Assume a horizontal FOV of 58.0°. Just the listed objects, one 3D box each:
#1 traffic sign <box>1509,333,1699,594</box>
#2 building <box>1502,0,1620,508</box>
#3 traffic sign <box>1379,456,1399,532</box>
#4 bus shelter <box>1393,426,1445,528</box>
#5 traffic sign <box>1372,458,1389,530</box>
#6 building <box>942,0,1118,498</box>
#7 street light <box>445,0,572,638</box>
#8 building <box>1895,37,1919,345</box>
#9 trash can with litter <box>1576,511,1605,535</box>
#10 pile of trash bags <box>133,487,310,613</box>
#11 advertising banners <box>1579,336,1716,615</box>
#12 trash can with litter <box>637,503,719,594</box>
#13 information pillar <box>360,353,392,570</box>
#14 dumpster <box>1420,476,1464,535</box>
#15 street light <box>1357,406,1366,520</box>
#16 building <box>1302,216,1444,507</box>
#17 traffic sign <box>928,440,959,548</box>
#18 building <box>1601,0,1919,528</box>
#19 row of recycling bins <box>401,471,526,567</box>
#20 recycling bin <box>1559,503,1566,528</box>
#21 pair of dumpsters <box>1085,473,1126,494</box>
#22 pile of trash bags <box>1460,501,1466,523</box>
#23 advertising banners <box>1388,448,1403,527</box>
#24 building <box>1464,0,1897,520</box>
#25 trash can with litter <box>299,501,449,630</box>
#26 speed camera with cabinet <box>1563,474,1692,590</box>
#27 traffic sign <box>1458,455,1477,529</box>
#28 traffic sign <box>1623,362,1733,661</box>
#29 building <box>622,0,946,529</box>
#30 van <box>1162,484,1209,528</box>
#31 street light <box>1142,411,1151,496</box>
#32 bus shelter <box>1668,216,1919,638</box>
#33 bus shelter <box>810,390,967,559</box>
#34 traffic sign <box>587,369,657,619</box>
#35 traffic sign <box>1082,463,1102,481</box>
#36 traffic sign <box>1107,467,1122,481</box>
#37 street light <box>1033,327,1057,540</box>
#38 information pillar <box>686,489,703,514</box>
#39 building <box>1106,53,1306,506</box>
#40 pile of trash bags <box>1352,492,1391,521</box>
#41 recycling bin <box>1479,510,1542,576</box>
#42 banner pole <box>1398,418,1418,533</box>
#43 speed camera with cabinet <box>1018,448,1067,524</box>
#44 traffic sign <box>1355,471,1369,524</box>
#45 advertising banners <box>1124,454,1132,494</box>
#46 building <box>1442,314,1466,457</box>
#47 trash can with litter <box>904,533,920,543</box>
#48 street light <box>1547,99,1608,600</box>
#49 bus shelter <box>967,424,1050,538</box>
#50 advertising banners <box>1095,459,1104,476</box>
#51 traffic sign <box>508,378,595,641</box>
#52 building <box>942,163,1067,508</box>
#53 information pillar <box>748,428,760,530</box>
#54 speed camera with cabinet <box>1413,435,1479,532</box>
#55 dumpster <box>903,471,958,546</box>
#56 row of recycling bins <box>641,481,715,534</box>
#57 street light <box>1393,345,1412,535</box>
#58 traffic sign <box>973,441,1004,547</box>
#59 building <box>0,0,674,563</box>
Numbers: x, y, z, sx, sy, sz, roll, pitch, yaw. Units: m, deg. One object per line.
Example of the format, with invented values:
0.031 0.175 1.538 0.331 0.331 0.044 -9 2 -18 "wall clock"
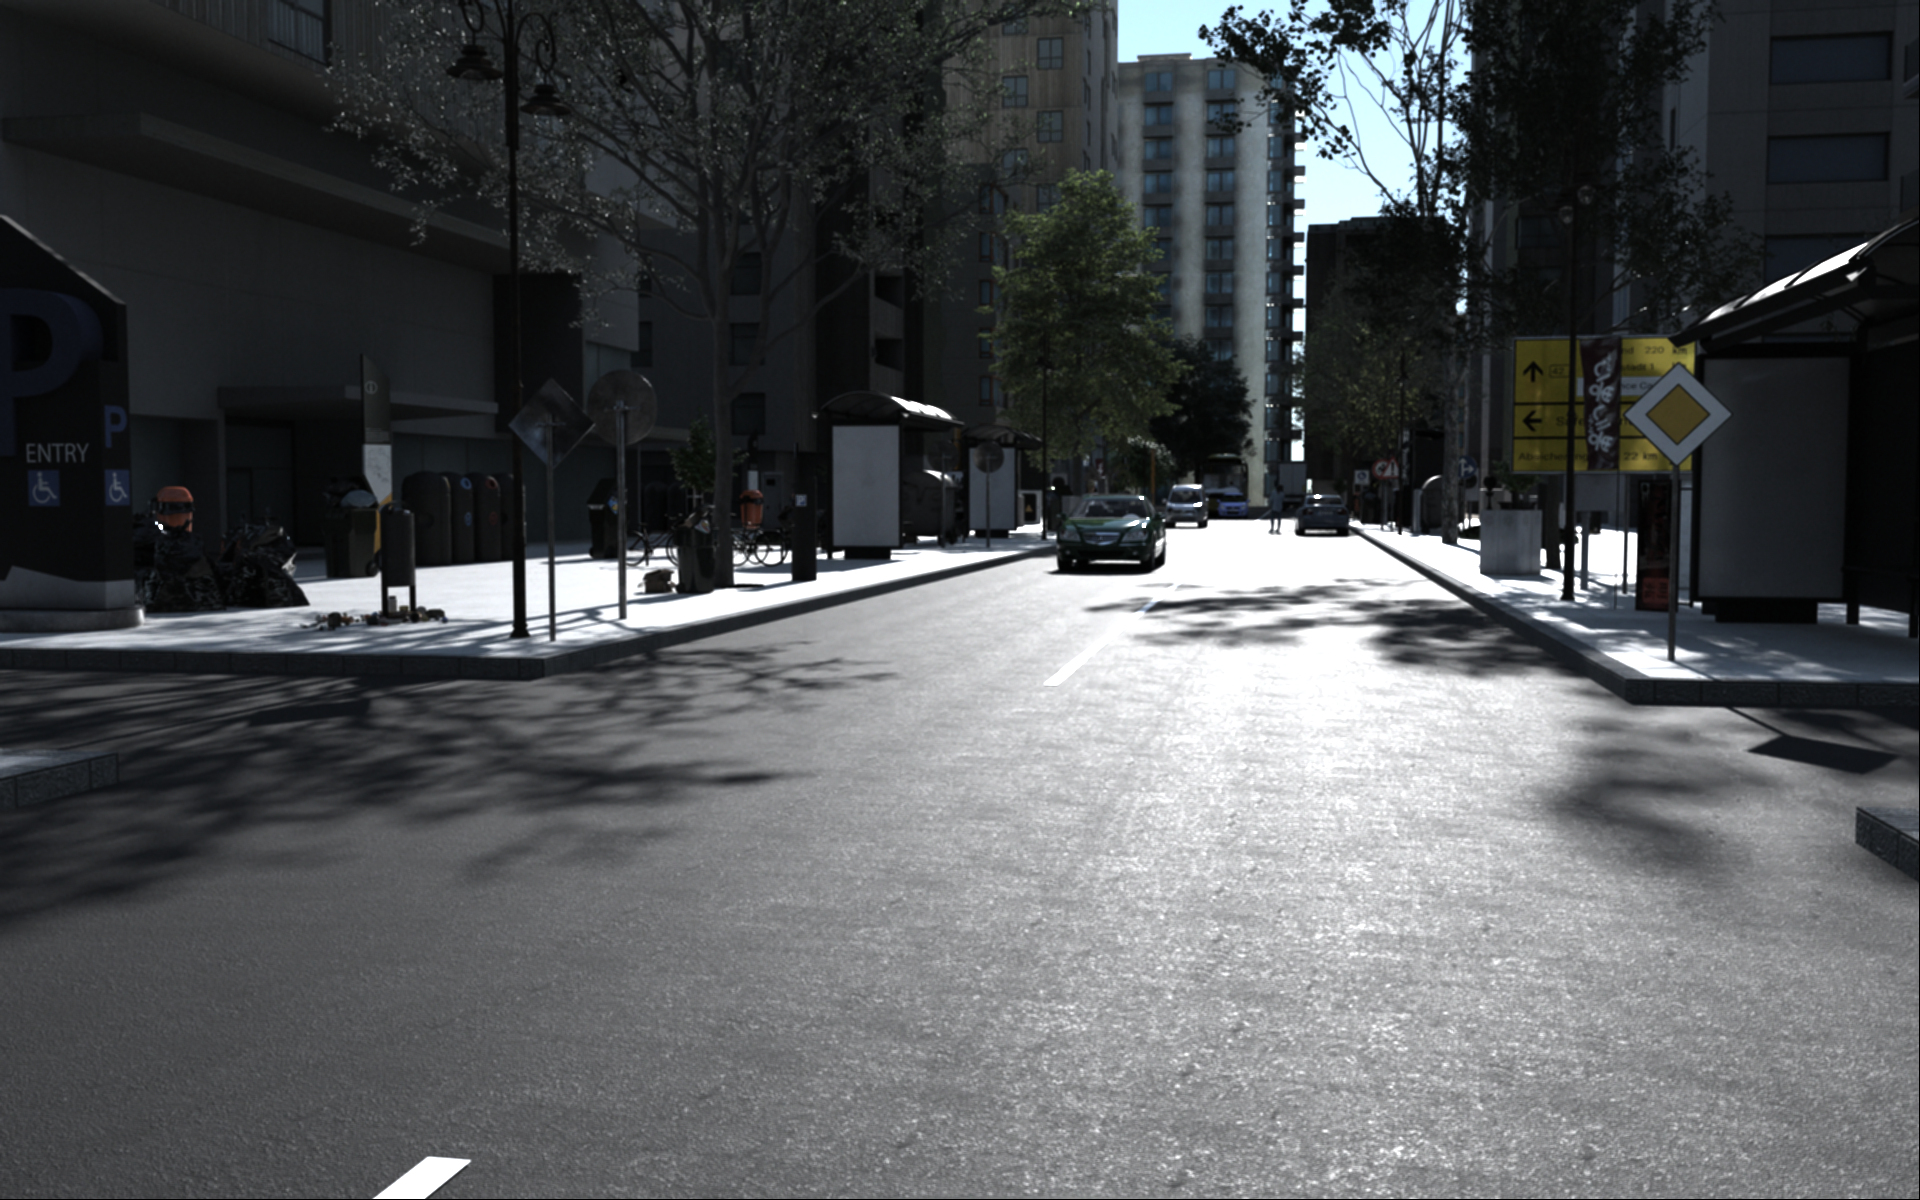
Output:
8.231 -1.734 22.227 2.265 3.308 0.079 1 4 12 "traffic sign"
35.955 -19.563 91.556 14.160 30.474 14.107 1 4 11 "building"
14.561 -3.566 58.316 0.884 2.594 0.081 1 4 20 "traffic sign"
16.655 -4.350 62.404 1.731 3.624 6.357 1 4 11 "bus shelter"
15.088 -3.775 61.827 0.768 2.556 0.104 1 4 12 "traffic sign"
-1.054 -34.021 145.486 27.495 52.752 28.713 1 4 11 "building"
-3.945 -2.603 15.355 0.468 5.910 1.993 1 4 11 "street light"
23.877 -22.903 24.571 14.200 45.320 14.600 1 4 11 "building"
19.664 -2.728 55.667 2.233 1.210 1.678 1 4 12 "trash can with litter"
-8.999 -0.650 20.387 1.912 1.369 3.447 -2 4 -35 "pile of trash bags"
7.626 -1.384 18.809 0.090 3.025 2.074 -3 4 -38 "advertising banners"
-3.662 -0.675 22.424 1.055 1.170 0.624 1 4 11 "trash can with litter"
-9.790 -2.305 29.040 0.183 3.616 0.504 3 5 45 "information pillar"
15.396 -3.029 55.284 1.264 1.857 1.865 1 4 11 "dumpster"
20.008 -6.963 86.633 0.468 5.910 1.993 1 4 11 "street light"
43.462 -25.154 182.974 14.107 30.474 14.160 1 4 11 "building"
-0.401 -2.506 41.080 0.768 2.556 0.104 1 4 12 "traffic sign"
35.934 -31.931 64.078 21.231 58.520 28.212 1 4 11 "building"
-9.247 -1.539 32.278 1.069 1.692 3.534 1 4 15 "row of recycling bins"
17.478 -2.343 50.863 0.722 1.027 0.722 0 4 -7 "recycling bin"
6.568 -4.647 78.469 1.574 2.255 4.437 1 4 11 "pair of dumpsters"
21.768 -4.155 77.692 1.912 1.369 3.447 0 4 -3 "pile of trash bags"
17.022 -4.343 67.197 0.090 3.025 2.074 3 4 38 "advertising banners"
43.779 -34.820 111.304 21.231 58.520 28.212 1 4 11 "building"
-5.933 -0.383 17.314 1.678 1.210 2.233 1 4 15 "trash can with litter"
9.251 -1.774 23.337 2.038 3.252 0.660 0 4 5 "speed camera with cabinet"
16.664 -3.494 57.234 0.768 2.556 0.104 1 4 18 "traffic sign"
5.481 -0.590 13.290 0.795 2.450 0.064 1 4 11 "traffic sign"
-8.778 -18.202 69.312 14.160 30.474 14.107 1 4 11 "building"
9.753 -4.130 74.535 2.013 2.044 4.112 1 4 12 "van"
8.659 -6.618 80.987 0.468 5.910 1.993 1 4 11 "street light"
7.626 -1.269 14.676 2.014 3.302 5.546 1 4 11 "bus shelter"
-1.413 -2.605 36.513 2.014 3.302 5.546 1 4 11 "bus shelter"
-3.467 -1.078 17.736 0.768 2.556 0.104 1 4 12 "traffic sign"
5.547 -4.450 72.760 0.884 2.594 0.081 1 4 19 "traffic sign"
7.189 -4.948 81.009 0.768 2.556 0.104 1 4 17 "traffic sign"
2.351 -4.611 48.172 0.468 5.910 1.993 1 4 11 "street light"
-6.808 -2.442 44.422 0.304 2.012 0.304 3 5 39 "information pillar"
22.491 -34.970 191.359 30.456 49.044 23.786 1 4 11 "building"
19.949 -4.486 83.098 1.912 1.369 3.447 -2 4 -23 "pile of trash bags"
8.797 -0.925 27.676 0.722 1.027 0.722 -3 5 -42 "recycling bin"
14.813 -4.116 57.308 0.863 3.779 0.401 -2 4 -27 "banner pole"
3.495 -4.825 73.220 2.038 3.252 0.660 0 4 7 "speed camera with cabinet"
17.169 -4.398 74.043 0.606 2.300 0.079 1 4 15 "traffic sign"
7.145 -4.765 74.094 0.090 3.025 2.074 1 4 10 "advertising banners"
65.665 -20.785 184.874 28.899 21.520 27.650 1 4 11 "building"
-1.570 -2.077 45.352 1.055 1.170 0.624 1 4 9 "trash can with litter"
7.365 -2.938 20.816 0.468 5.910 1.993 1 4 11 "street light"
1.357 -3.599 52.774 2.014 3.302 5.546 1 4 11 "bus shelter"
7.527 -5.435 85.046 2.074 3.025 0.090 3 4 36 "advertising banners"
-3.547 -0.697 15.031 0.795 2.450 0.064 1 4 11 "traffic sign"
-8.985 -16.047 107.416 27.650 21.520 28.899 1 4 11 "building"
-7.353 -4.293 61.551 0.183 3.616 0.504 2 4 31 "information pillar"
16.278 -3.893 57.991 2.038 3.252 0.660 0 4 4 "speed camera with cabinet"
-0.830 -2.302 43.395 1.264 1.857 1.865 1 4 11 "dumpster"
-9.368 -2.994 56.072 3.534 1.692 1.069 1 4 22 "row of recycling bins"
13.719 -4.956 53.815 0.468 5.910 1.993 1 4 11 "street light"
0.678 -2.538 41.603 0.768 2.556 0.104 1 4 16 "traffic sign"
-23.034 -27.507 38.984 28.713 52.752 27.495 1 4 11 "building"
